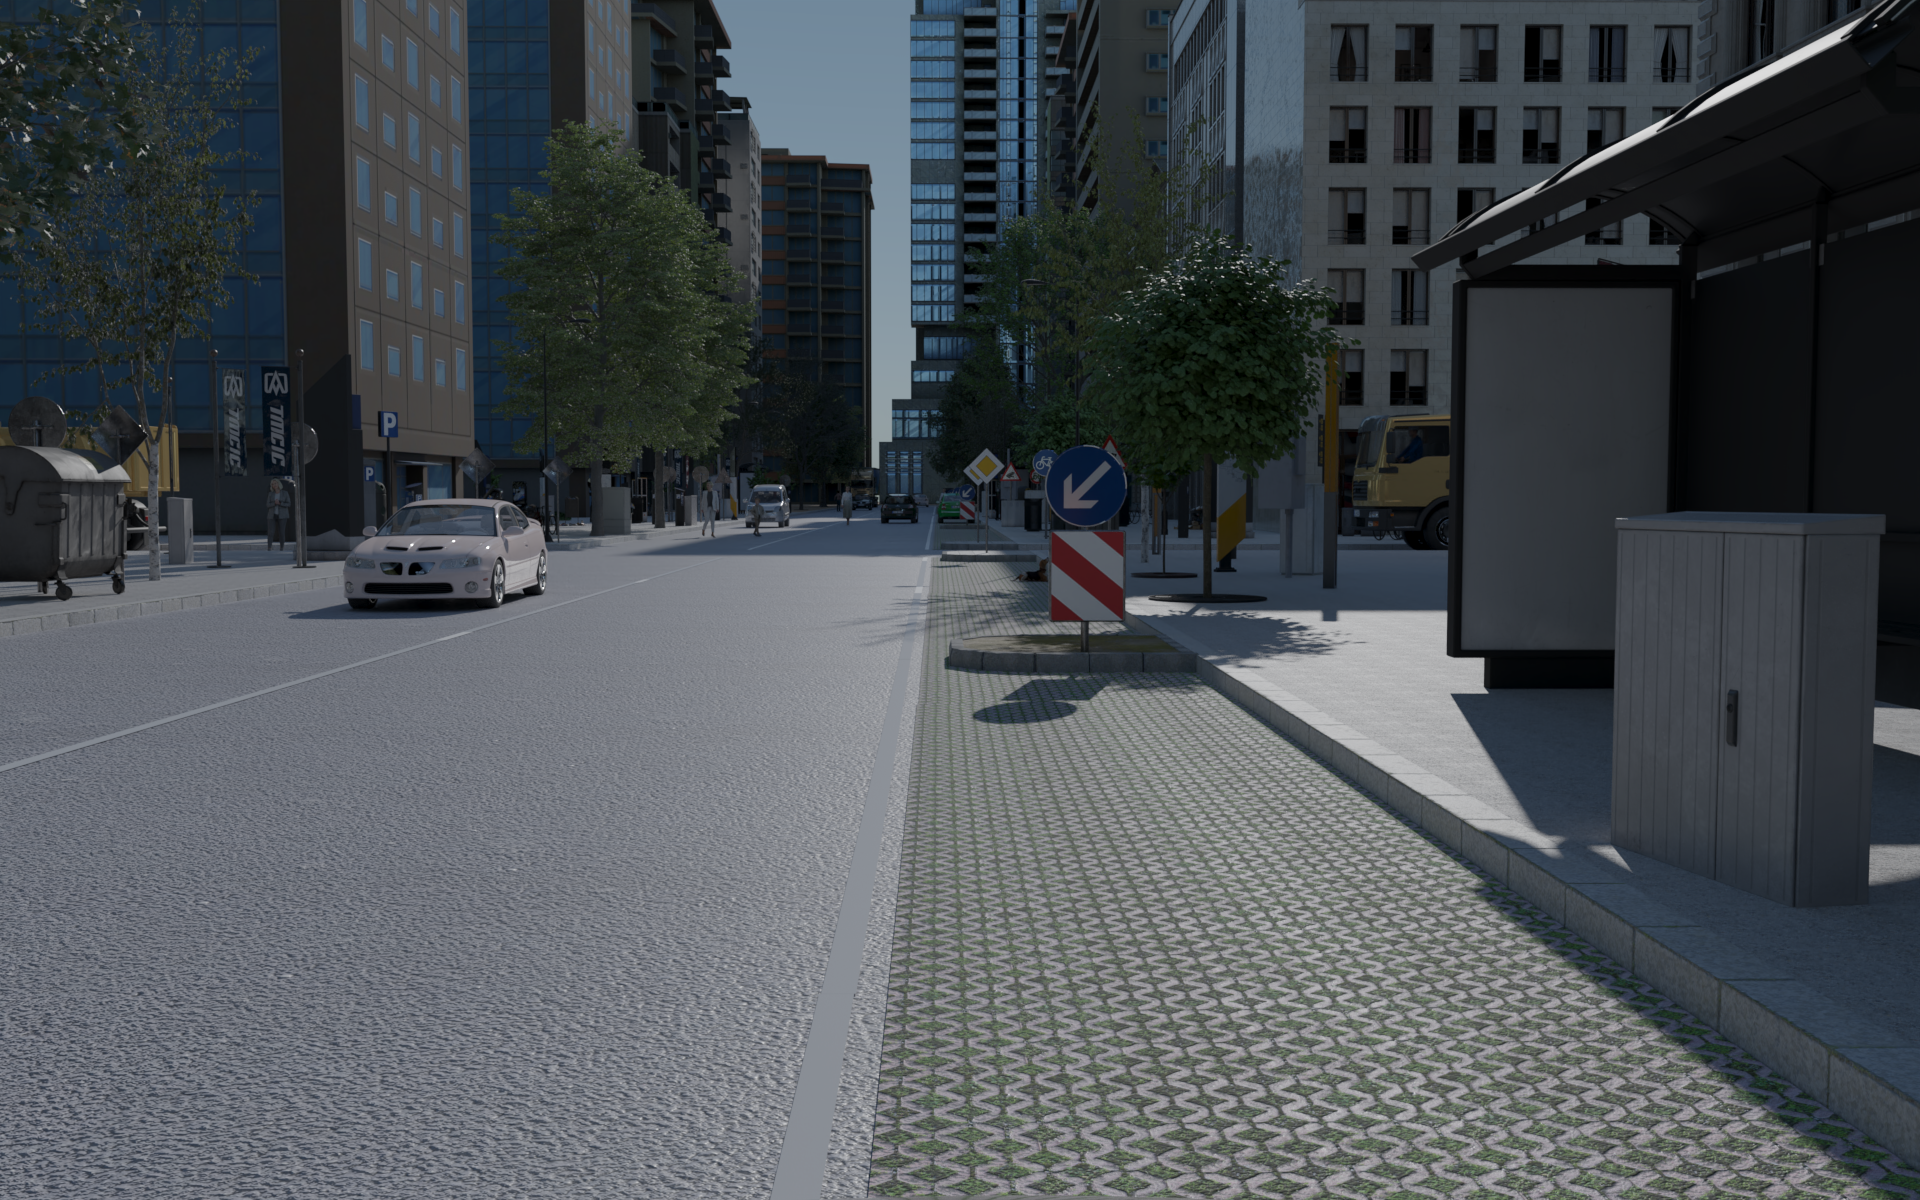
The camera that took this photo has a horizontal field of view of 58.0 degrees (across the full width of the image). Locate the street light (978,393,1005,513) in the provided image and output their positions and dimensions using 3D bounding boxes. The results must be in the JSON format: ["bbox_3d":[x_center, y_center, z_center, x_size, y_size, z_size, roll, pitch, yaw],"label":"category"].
[{"bbox_3d":[1.493,-6.516,79.073,1.470,5.913,1.316,0,4,-1],"label":"street light"}]

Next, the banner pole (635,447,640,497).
[{"bbox_3d":[-15.085,-5.566,81.022,0.401,3.779,0.863,-2,4,-29],"label":"banner pole"}]

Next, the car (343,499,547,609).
[{"bbox_3d":[-6.782,-0.664,23.223,2.083,1.381,4.827,0,4,-2],"label":"car"}]

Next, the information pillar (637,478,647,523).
[{"bbox_3d":[-14.347,-4.510,78.235,0.304,2.012,0.304,3,5,43],"label":"information pillar"}]

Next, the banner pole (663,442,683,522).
[{"bbox_3d":[-13.529,-5.649,82.371,0.863,3.779,0.401,2,4,28],"label":"banner pole"}]

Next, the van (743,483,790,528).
[{"bbox_3d":[-8.340,-4.165,75.108,2.013,2.044,4.112,0,4,-1],"label":"van"}]

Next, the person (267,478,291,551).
[{"bbox_3d":[-16.158,-1.980,41.055,0.537,1.800,0.526,0,4,-5],"label":"person"}]

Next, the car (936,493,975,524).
[{"bbox_3d":[-0.202,-4.662,85.016,1.959,1.807,4.718,0,4,-2],"label":"car"}]

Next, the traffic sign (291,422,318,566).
[{"bbox_3d":[-11.745,-1.871,30.699,0.768,2.556,0.104,0,4,5],"label":"traffic sign"}]

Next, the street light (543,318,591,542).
[{"bbox_3d":[-10.449,-4.489,45.941,1.470,5.913,1.316,0,4,-1],"label":"street light"}]

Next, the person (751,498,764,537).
[{"bbox_3d":[-6.812,-2.792,58.427,0.475,1.303,0.640,-3,4,-38],"label":"person"}]

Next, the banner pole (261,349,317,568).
[{"bbox_3d":[-11.603,-2.439,29.897,0.863,3.779,0.401,-2,4,-28],"label":"banner pole"}]

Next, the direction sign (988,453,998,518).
[{"bbox_3d":[1.630,-6.266,94.449,0.876,3.537,0.379,0,4,4],"label":"direction sign"}]

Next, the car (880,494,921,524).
[{"bbox_3d":[-2.971,-4.634,85.555,2.009,1.686,4.222,0,4,1],"label":"car"}]

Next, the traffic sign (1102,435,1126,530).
[{"bbox_3d":[3.281,-2.324,38.003,0.884,2.594,0.081,0,4,3],"label":"traffic sign"}]

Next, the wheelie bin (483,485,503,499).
[{"bbox_3d":[-16.428,-3.245,60.962,0.693,1.594,0.980,-1,4,-20],"label":"wheelie bin"}]

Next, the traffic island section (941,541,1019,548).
[{"bbox_3d":[0.500,-1.435,45.737,2.009,0.180,2.903,0,4,-1],"label":"traffic island section"}]

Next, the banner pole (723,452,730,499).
[{"bbox_3d":[-14.075,-6.996,104.407,0.401,3.779,0.863,2,4,35],"label":"banner pole"}]

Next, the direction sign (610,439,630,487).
[{"bbox_3d":[-13.959,-4.845,71.212,0.876,3.537,0.379,-3,5,-40],"label":"direction sign"}]

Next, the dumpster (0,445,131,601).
[{"bbox_3d":[-11.288,-0.960,21.453,1.264,1.857,1.865,0,4,-1],"label":"dumpster"}]

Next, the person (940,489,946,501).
[{"bbox_3d":[-1.041,-6.436,113.949,0.478,1.798,0.641,2,4,32],"label":"person"}]

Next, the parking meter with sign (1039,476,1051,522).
[{"bbox_3d":[4.027,-5.107,79.766,0.543,3.016,1.738,-1,4,-21],"label":"parking meter with sign"}]

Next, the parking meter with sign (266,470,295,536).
[{"bbox_3d":[-20.089,-3.376,51.458,1.738,3.016,0.543,3,5,43],"label":"parking meter with sign"}]

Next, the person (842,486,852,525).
[{"bbox_3d":[-5.194,-4.353,79.903,0.478,1.798,0.641,1,4,9],"label":"person"}]

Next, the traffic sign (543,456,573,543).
[{"bbox_3d":[-10.567,-2.562,45.538,0.795,2.450,0.064,0,4,-1],"label":"traffic sign"}]

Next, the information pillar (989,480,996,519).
[{"bbox_3d":[1.688,-5.225,89.927,0.304,2.012,0.304,-2,4,-31],"label":"information pillar"}]

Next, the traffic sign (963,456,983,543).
[{"bbox_3d":[0.476,-2.570,45.659,0.795,2.450,0.064,0,4,-1],"label":"traffic sign"}]

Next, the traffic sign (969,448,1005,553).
[{"bbox_3d":[0.578,-2.081,37.675,0.795,2.450,0.064,0,4,-1],"label":"traffic sign"}]

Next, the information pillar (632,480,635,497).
[{"bbox_3d":[-16.705,-5.176,89.115,0.304,2.012,0.304,-1,4,-12],"label":"information pillar"}]

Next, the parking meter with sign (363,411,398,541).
[{"bbox_3d":[-12.816,-2.481,36.817,1.738,3.016,0.543,1,4,20],"label":"parking meter with sign"}]

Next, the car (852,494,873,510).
[{"bbox_3d":[-8.645,-8.748,152.821,2.009,1.686,4.222,0,4,-1],"label":"car"}]

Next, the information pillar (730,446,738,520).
[{"bbox_3d":[-11.165,-5.751,85.376,0.183,3.616,0.504,-3,4,-38],"label":"information pillar"}]

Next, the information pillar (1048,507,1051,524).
[{"bbox_3d":[4.012,-5.055,73.996,0.183,3.616,0.504,3,5,42],"label":"information pillar"}]

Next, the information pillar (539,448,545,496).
[{"bbox_3d":[-21.012,-5.855,87.083,0.183,3.616,0.504,-2,4,-32],"label":"information pillar"}]

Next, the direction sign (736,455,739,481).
[{"bbox_3d":[-13.171,-6.684,101.280,0.379,3.537,0.876,2,4,26],"label":"direction sign"}]

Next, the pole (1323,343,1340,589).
[{"bbox_3d":[5.032,-1.811,23.460,0.158,3.312,0.155,0,3,0],"label":"pole"}]

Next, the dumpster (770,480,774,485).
[{"bbox_3d":[-13.465,-7.179,119.867,1.502,2.255,1.985,0,4,-1],"label":"dumpster"}]

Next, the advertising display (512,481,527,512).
[{"bbox_3d":[-22.070,-4.989,86.791,0.974,1.923,0.123,3,4,38],"label":"advertising display"}]

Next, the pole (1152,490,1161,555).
[{"bbox_3d":[4.166,-2.616,36.622,0.158,3.312,0.155,0,3,0],"label":"pole"}]

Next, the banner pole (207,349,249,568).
[{"bbox_3d":[-12.810,-2.464,30.296,0.401,3.779,0.863,2,4,29],"label":"banner pole"}]

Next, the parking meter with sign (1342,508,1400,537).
[{"bbox_3d":[12.454,-3.431,52.353,1.738,3.016,0.543,0,4,7],"label":"parking meter with sign"}]

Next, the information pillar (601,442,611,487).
[{"bbox_3d":[-15.020,-5.011,73.279,0.504,3.616,0.183,-2,4,-35],"label":"information pillar"}]

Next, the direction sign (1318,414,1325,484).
[{"bbox_3d":[10.390,-3.519,49.528,0.379,3.537,0.876,2,4,32],"label":"direction sign"}]

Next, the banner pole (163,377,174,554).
[{"bbox_3d":[-16.810,-2.869,36.921,0.401,3.779,0.863,-2,4,-25],"label":"banner pole"}]

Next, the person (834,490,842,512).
[{"bbox_3d":[-9.872,-8.100,141.640,1.217,1.736,0.721,3,5,41],"label":"person"}]

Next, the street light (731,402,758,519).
[{"bbox_3d":[-10.876,-7.031,87.491,1.470,5.913,1.316,0,4,-1],"label":"street light"}]

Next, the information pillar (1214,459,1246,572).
[{"bbox_3d":[4.448,-2.267,28.428,0.504,3.616,0.183,-1,4,-8],"label":"information pillar"}]

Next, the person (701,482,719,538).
[{"bbox_3d":[-8.292,-2.991,57.283,0.514,1.842,0.818,-2,4,-30],"label":"person"}]

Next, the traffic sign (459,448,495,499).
[{"bbox_3d":[-10.465,-2.074,37.554,0.795,2.450,0.064,0,4,-1],"label":"traffic sign"}]

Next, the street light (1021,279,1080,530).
[{"bbox_3d":[2.014,-3.982,37.643,1.470,5.913,1.316,0,4,-1],"label":"street light"}]

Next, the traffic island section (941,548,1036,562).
[{"bbox_3d":[0.602,-0.946,37.752,2.009,0.180,2.903,0,4,-1],"label":"traffic island section"}]
